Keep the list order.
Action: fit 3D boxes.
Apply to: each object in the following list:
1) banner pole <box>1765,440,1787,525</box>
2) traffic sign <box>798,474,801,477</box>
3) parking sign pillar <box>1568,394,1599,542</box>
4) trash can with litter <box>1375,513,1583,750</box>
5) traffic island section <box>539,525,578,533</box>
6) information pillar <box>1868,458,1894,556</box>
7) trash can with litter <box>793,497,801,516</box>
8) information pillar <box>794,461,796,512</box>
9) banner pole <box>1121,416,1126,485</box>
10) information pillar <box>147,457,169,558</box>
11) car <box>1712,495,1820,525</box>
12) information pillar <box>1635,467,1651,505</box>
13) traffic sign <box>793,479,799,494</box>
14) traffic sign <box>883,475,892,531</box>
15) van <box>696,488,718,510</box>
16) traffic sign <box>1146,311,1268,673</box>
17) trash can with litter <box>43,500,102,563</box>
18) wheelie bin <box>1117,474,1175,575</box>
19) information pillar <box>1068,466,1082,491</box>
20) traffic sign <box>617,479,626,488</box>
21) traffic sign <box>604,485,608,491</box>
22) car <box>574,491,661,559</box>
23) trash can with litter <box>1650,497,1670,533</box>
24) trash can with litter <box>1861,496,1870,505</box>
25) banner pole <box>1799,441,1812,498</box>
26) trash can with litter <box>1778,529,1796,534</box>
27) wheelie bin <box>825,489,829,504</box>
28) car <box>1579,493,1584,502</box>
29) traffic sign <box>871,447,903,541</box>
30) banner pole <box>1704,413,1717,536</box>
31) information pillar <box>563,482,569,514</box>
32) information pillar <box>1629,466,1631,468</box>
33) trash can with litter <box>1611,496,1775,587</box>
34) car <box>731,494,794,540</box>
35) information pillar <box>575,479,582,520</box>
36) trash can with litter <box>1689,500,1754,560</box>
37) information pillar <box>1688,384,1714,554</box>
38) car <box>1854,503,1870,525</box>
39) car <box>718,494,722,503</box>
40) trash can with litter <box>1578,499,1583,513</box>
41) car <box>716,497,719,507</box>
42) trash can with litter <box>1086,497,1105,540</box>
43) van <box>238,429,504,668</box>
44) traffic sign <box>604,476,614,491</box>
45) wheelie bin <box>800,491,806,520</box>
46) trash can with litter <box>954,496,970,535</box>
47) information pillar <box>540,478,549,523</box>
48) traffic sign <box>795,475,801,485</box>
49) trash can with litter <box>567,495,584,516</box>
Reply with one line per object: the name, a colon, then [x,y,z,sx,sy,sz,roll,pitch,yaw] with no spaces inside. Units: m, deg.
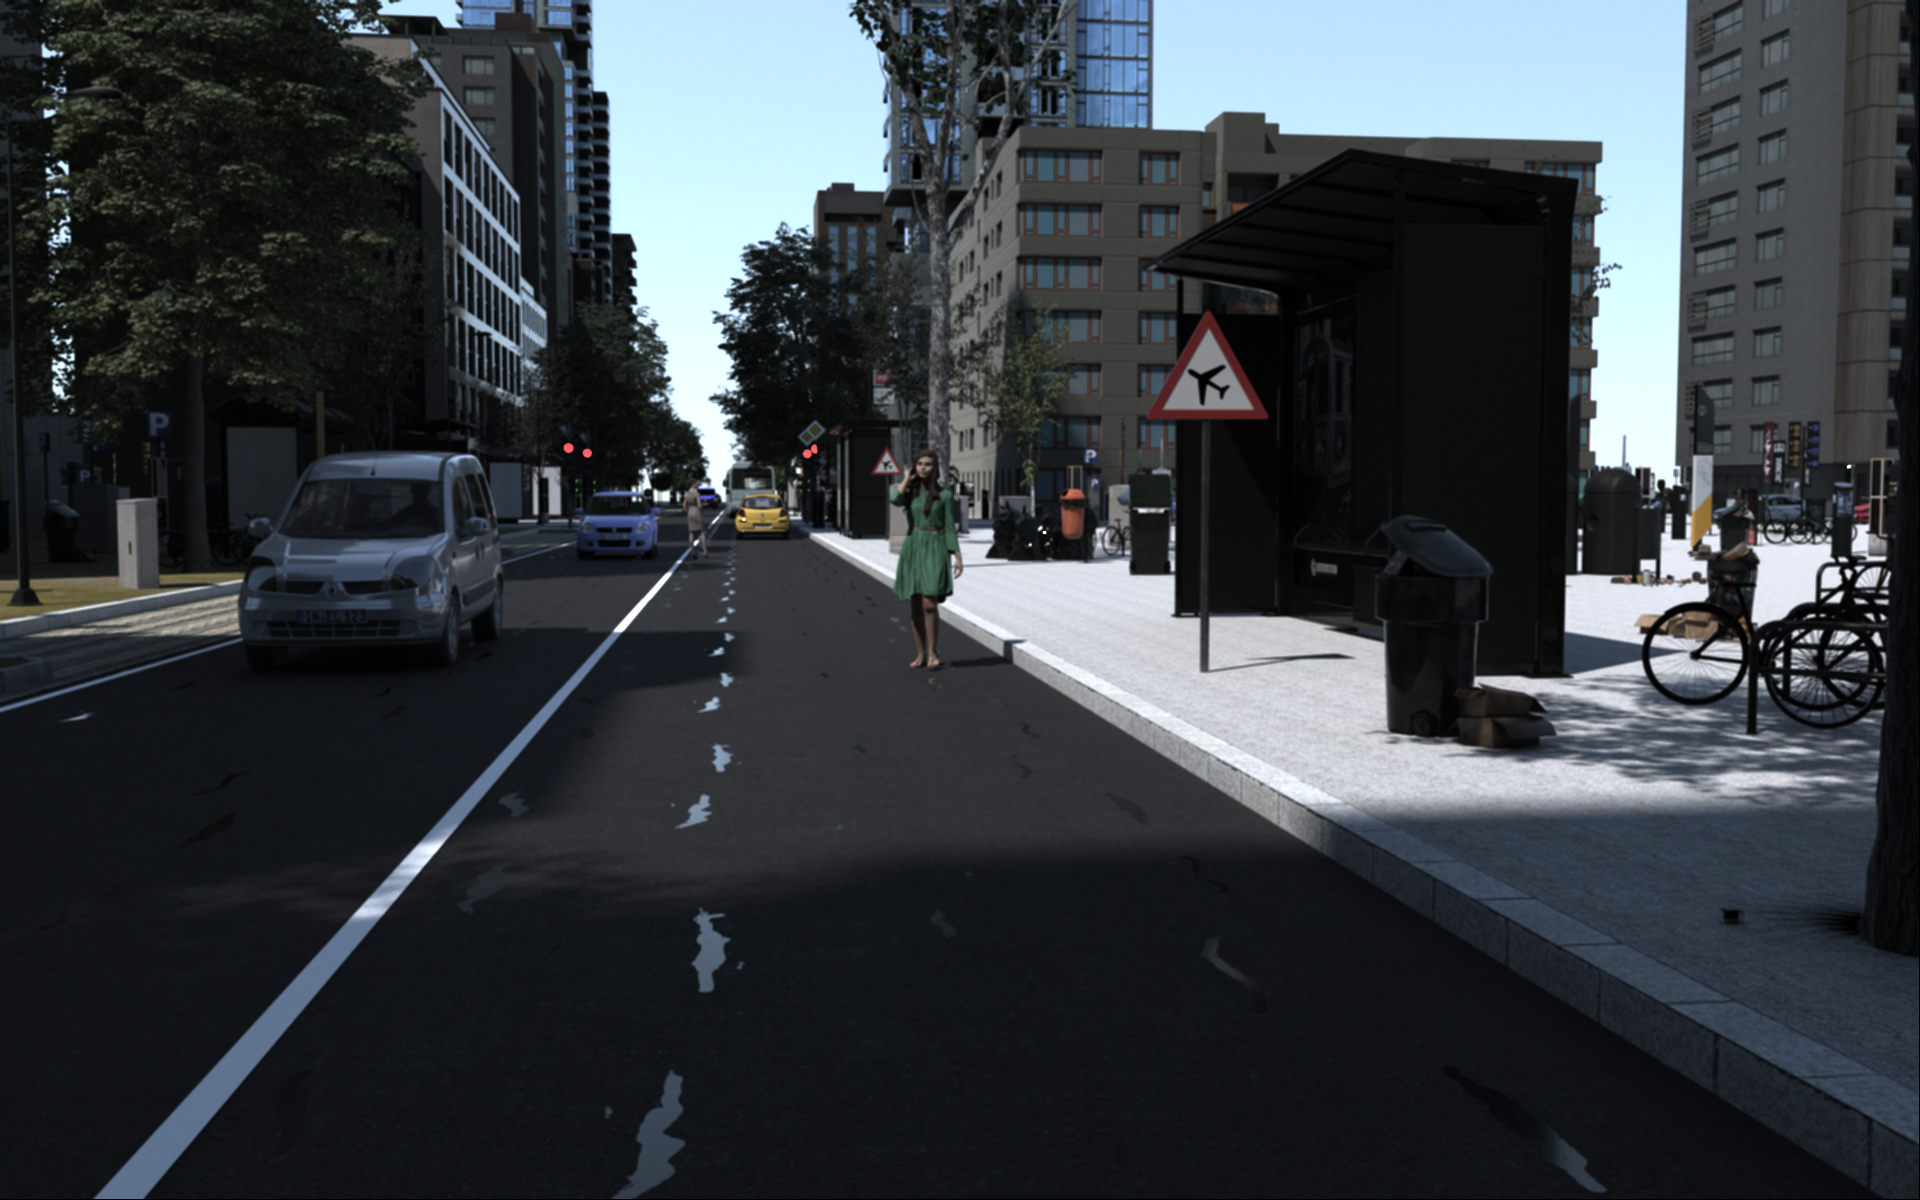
banner pole: [33.389,-4.955,71.034,0.863,3.779,0.401,2,4,24]
traffic sign: [-9.317,-6.332,103.633,0.768,2.556,0.104,0,4,1]
parking sign pillar: [16.112,-3.556,46.613,1.447,3.967,1.447,-3,4,-37]
trash can with litter: [2.689,0.138,9.129,0.624,1.170,1.055,-2,4,-29]
traffic island section: [-14.499,-2.575,64.376,2.009,0.180,2.903,0,4,-7]
information pillar: [19.007,-1.911,35.743,0.304,2.012,0.304,-1,4,-19]
trash can with litter: [-8.889,-5.522,101.342,2.233,1.210,1.678,0,4,2]
information pillar: [-11.516,-7.912,120.721,0.183,3.616,0.504,0,4,1]
banner pole: [5.279,-4.031,55.919,0.401,3.779,0.863,1,4,12]
information pillar: [-16.144,-1.859,34.884,0.304,2.012,0.304,-3,4,-37]
car: [34.580,-3.812,74.322,4.499,1.417,2.014,0,4,-8]
information pillar: [18.756,-2.638,47.620,0.304,2.012,0.304,-1,4,-16]
traffic sign: [-10.768,-7.005,115.714,0.795,2.450,0.064,0,4,-5]
traffic sign: [-2.599,-3.603,59.012,0.768,2.556,0.104,0,4,-4]
van: [-23.685,-9.606,161.440,2.240,2.365,5.245,0,4,-7]
traffic sign: [1.759,-0.758,12.395,0.884,2.594,0.081,0,4,-6]
trash can with litter: [-16.730,-1.303,32.698,1.055,1.170,0.624,1,4,13]
wheelie bin: [2.991,-1.206,27.623,0.980,1.594,0.693,0,4,2]
information pillar: [3.004,-2.498,45.326,0.304,2.012,0.304,-1,4,-17]
traffic sign: [-23.085,-7.092,118.089,0.606,2.300,0.079,0,4,2]
traffic sign: [-25.000,-7.517,123.015,0.768,2.556,0.104,0,4,2]
car: [-7.790,-1.830,39.506,1.945,1.707,3.694,-1,4,-8]
trash can with litter: [23.057,-2.795,57.080,0.624,1.170,1.055,2,4,23]
trash can with litter: [54.182,-5.789,105.714,1.678,1.210,2.233,-1,4,-17]
banner pole: [39.612,-5.579,81.230,0.401,3.779,0.863,-1,4,-18]
trash can with litter: [26.228,-2.777,56.458,1.678,1.210,2.233,-1,4,-16]
wheelie bin: [-7.868,-5.882,104.083,0.693,1.594,0.980,-1,4,-10]
car: [27.059,-3.953,73.424,4.718,1.807,1.959,-1,4,-9]
traffic sign: [-2.002,-2.902,47.450,0.884,2.594,0.081,0,4,-3]
banner pole: [23.120,-3.891,53.628,0.401,3.779,0.863,-1,4,-15]
information pillar: [-23.159,-5.959,101.928,0.304,2.012,0.304,-2,4,-33]
information pillar: [54.527,-9.179,141.435,0.504,3.616,0.183,0,4,5]
trash can with litter: [10.257,-0.851,24.964,2.233,1.210,1.678,-2,4,-29]
car: [-6.348,-2.782,55.705,2.015,1.641,3.980,0,4,-6]
information pillar: [-19.017,-5.003,86.285,0.304,2.012,0.304,-1,4,-18]
trash can with litter: [14.710,-1.349,33.448,1.055,1.170,0.624,0,4,6]
information pillar: [15.820,-2.786,36.913,0.504,3.616,0.183,-1,4,-22]
car: [40.803,-4.048,75.227,4.494,1.783,2.155,0,4,-7]
car: [-38.819,-16.248,275.436,2.009,1.686,4.222,-1,4,-9]
trash can with litter: [22.586,-3.165,63.127,1.055,1.170,0.624,-1,4,-17]
car: [-27.576,-11.165,191.338,1.959,1.807,4.718,-1,4,-8]
trash can with litter: [3.386,-2.297,48.621,1.678,1.210,2.233,-2,4,-24]
van: [-5.196,-0.527,15.624,2.013,2.044,4.112,0,4,-7]
traffic sign: [-24.357,-7.337,120.063,0.768,2.556,0.104,0,4,-4]
wheelie bin: [-7.221,-4.583,82.846,0.980,1.594,0.693,-2,4,-35]
trash can with litter: [-0.522,-2.705,55.278,2.233,1.210,1.678,-3,5,-45]
information pillar: [-18.513,-4.439,77.075,0.304,2.012,0.304,2,4,25]
traffic sign: [-9.076,-6.119,100.056,0.884,2.594,0.081,0,4,-3]
trash can with litter: [-22.631,-5.462,100.357,1.678,1.210,2.233,0,4,3]
